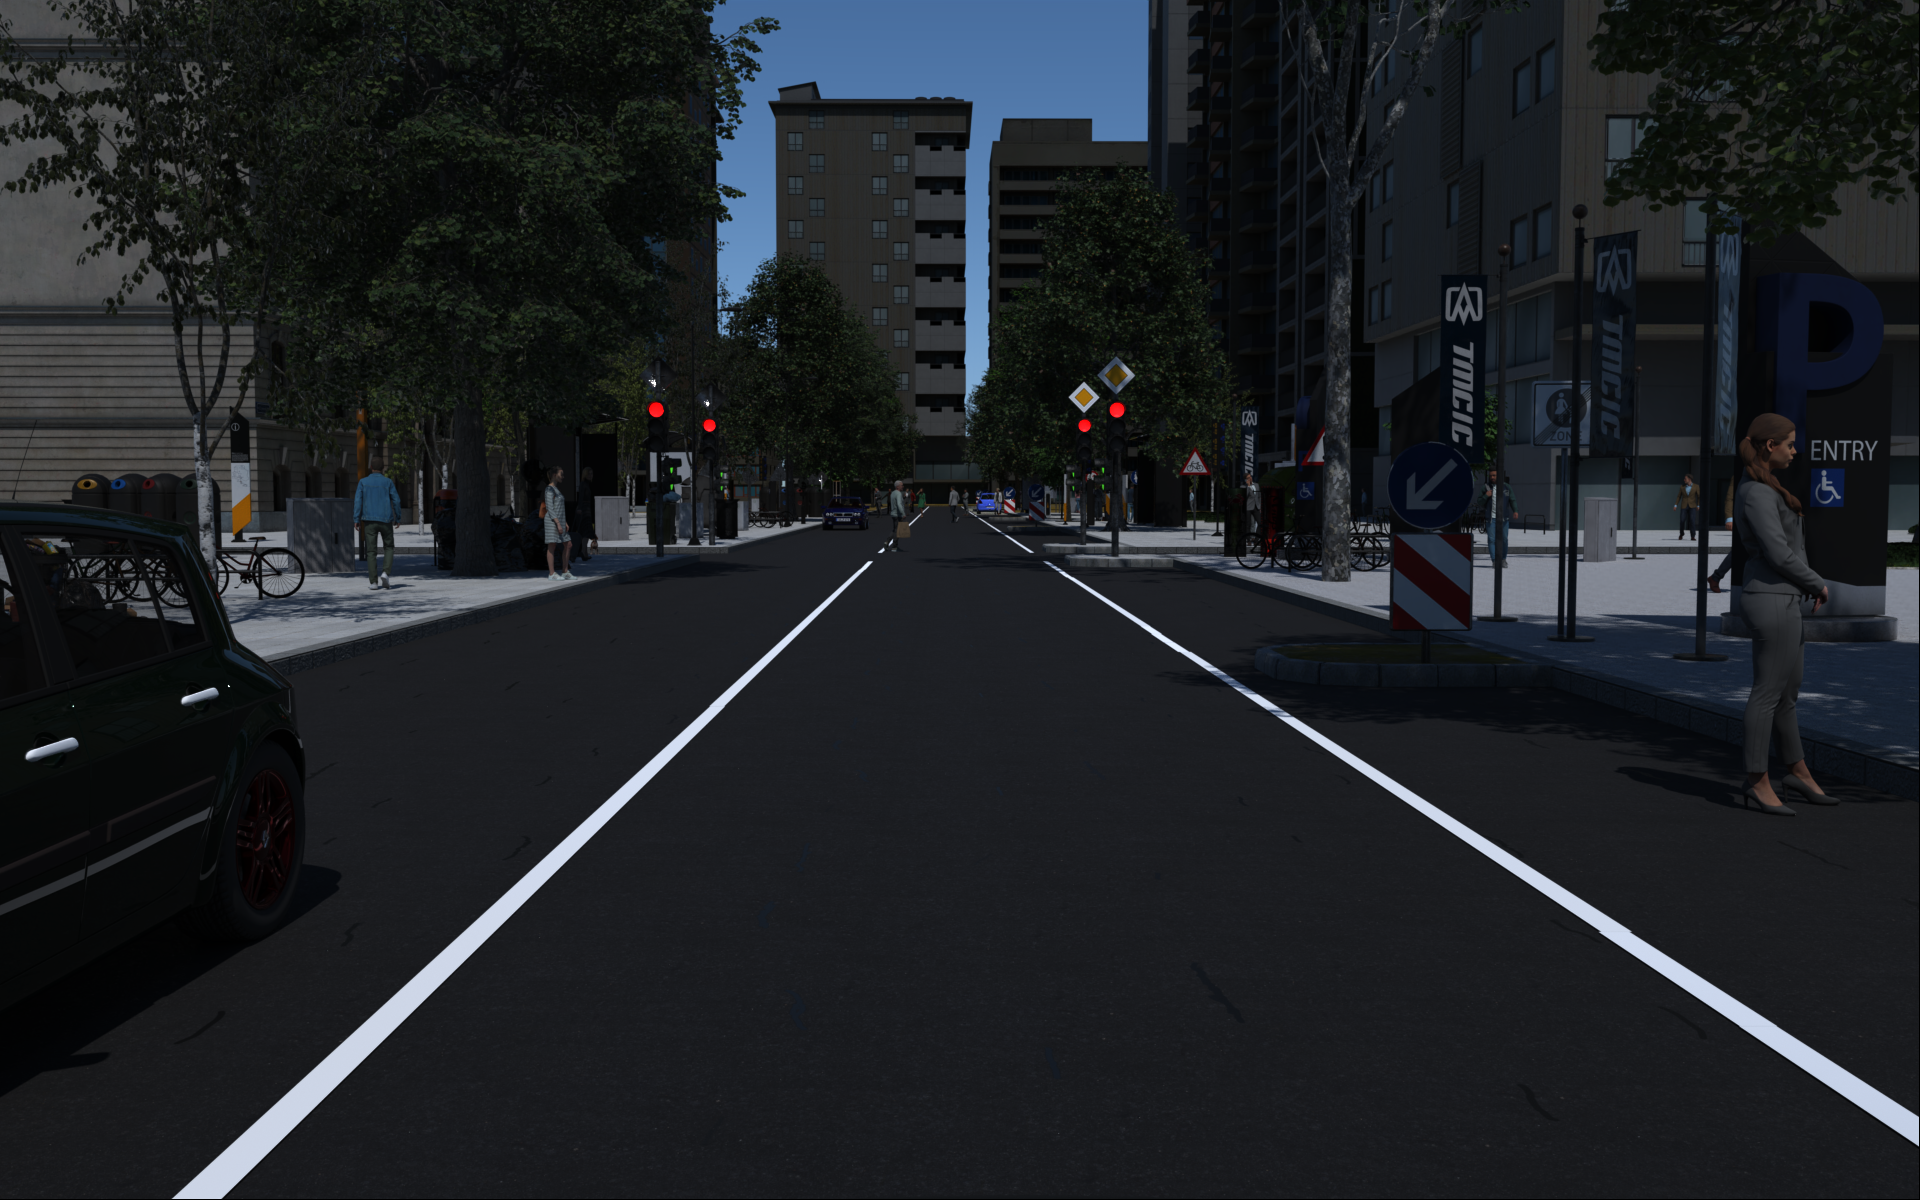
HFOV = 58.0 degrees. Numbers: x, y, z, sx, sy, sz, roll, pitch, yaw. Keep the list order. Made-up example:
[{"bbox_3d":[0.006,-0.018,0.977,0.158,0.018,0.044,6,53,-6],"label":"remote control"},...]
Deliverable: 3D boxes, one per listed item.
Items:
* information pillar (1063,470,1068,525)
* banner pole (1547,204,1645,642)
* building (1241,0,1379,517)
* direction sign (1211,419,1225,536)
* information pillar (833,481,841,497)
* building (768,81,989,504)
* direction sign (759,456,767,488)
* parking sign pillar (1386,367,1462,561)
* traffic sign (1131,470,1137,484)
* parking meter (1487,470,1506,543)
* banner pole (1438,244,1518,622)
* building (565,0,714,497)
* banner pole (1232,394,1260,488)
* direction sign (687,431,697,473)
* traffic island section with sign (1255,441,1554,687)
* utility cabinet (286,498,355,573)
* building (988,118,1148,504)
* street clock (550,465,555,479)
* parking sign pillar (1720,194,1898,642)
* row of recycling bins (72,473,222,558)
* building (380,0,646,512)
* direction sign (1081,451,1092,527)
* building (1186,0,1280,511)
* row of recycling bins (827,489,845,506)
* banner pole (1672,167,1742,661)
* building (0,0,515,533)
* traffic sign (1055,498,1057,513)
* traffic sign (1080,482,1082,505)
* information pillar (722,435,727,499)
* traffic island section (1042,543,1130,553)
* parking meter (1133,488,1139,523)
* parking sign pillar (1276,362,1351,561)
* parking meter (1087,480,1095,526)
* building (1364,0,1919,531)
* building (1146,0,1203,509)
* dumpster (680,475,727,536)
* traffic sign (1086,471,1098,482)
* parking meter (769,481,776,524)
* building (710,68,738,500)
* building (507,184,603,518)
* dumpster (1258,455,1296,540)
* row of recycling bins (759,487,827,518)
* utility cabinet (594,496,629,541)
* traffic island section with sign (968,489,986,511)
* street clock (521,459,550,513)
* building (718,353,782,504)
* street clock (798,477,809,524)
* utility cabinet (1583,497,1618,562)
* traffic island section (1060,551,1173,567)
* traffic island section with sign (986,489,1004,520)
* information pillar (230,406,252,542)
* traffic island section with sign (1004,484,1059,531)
[{"bbox_3d":[4.414,-4.951,72.301,0.183,3.616,0.504,1,4,9],"label":"information pillar"},{"bbox_3d":[5.461,-1.520,14.863,0.401,3.779,0.863,-2,4,-27],"label":"banner pole"},{"bbox_3d":[28.545,-40.494,100.333,20.563,71.187,20.611,0,4,-1],"label":"building"},{"bbox_3d":[7.836,-3.706,52.598,0.379,3.537,0.876,2,4,34],"label":"direction sign"},{"bbox_3d":[-6.867,-5.632,96.580,0.304,2.012,0.304,-3,5,-41],"label":"information pillar"},{"bbox_3d":[-10.140,-39.205,230.248,27.495,52.752,28.713,0,4,-1],"label":"building"},{"bbox_3d":[-11.639,-6.746,102.297,0.379,3.537,0.876,1,4,22],"label":"direction sign"},{"bbox_3d":[8.935,-2.733,33.150,1.447,3.967,1.447,1,4,23],"label":"parking sign pillar"},{"bbox_3d":[9.423,-5.608,91.797,0.768,2.556,0.104,0,4,7],"label":"traffic sign"},{"bbox_3d":[13.270,-2.274,42.887,0.399,1.863,0.255,0,4,1],"label":"parking meter"},{"bbox_3d":[5.214,-1.677,17.436,0.863,3.779,0.401,0,4,1],"label":"banner pole"},{"bbox_3d":[-29.262,-30.546,149.532,14.600,45.320,14.200,0,4,-1],"label":"building"},{"bbox_3d":[7.081,-3.261,43.336,0.863,3.779,0.401,0,4,-5],"label":"banner pole"},{"bbox_3d":[-9.680,-4.306,62.404,0.379,3.537,0.876,1,4,17],"label":"direction sign"},{"bbox_3d":[3.428,-0.318,13.820,1.989,1.847,2.006,0,4,-1],"label":"traffic island section with sign"},{"bbox_3d":[-10.462,-1.053,28.370,1.020,1.237,0.306,-3,5,-44],"label":"utility cabinet"},{"bbox_3d":[14.445,-36.887,226.805,21.600,48.544,21.300,0,4,-1],"label":"building"},{"bbox_3d":[-10.126,-2.341,42.842,0.471,2.002,0.358,-2,4,-35],"label":"street clock"},{"bbox_3d":[7.668,-1.657,15.563,1.447,3.967,1.447,-1,4,-12],"label":"parking sign pillar"},{"bbox_3d":[-16.225,-1.679,34.564,3.534,1.692,1.069,1,4,21],"label":"row of recycling bins"},{"bbox_3d":[-37.748,-26.829,130.539,32.217,40.220,23.993,0,4,-1],"label":"building"},{"bbox_3d":[4.870,-4.623,67.582,0.379,3.537,0.876,-2,4,-32],"label":"direction sign"},{"bbox_3d":[29.727,-29.526,137.378,22.147,44.769,28.867,0,4,-1],"label":"building"},{"bbox_3d":[-8.754,-6.137,107.447,3.534,1.692,1.069,-2,4,-33],"label":"row of recycling bins"},{"bbox_3d":[5.915,-1.437,13.514,0.401,3.779,0.863,3,5,44],"label":"banner pole"},{"bbox_3d":[-28.492,-15.553,73.373,14.460,24.649,34.723,0,4,-1],"label":"building"},{"bbox_3d":[6.594,-7.264,118.868,0.768,2.556,0.104,0,4,6],"label":"traffic sign"},{"bbox_3d":[7.704,-6.762,110.664,0.768,2.556,0.104,0,4,2],"label":"traffic sign"},{"bbox_3d":[-9.403,-4.754,69.084,0.183,3.616,0.504,-1,4,-18],"label":"information pillar"},{"bbox_3d":[3.114,-1.295,43.448,2.009,0.180,2.903,0,4,-1],"label":"traffic island section"},{"bbox_3d":[7.825,-4.151,76.272,0.372,1.533,0.369,0,3,0],"label":"parking meter"},{"bbox_3d":[6.967,-2.784,33.998,1.447,3.967,1.447,2,4,27],"label":"parking sign pillar"},{"bbox_3d":[5.330,-3.967,70.566,0.255,1.863,0.399,1,4,19],"label":"parking meter"},{"bbox_3d":[32.750,-29.412,70.125,27.495,52.752,28.713,0,4,-1],"label":"building"},{"bbox_3d":[28.485,-38.139,165.570,21.231,58.520,28.212,0,4,-1],"label":"building"},{"bbox_3d":[-7.968,-2.932,53.699,1.264,1.857,1.865,0,4,0],"label":"dumpster"},{"bbox_3d":[7.163,-5.742,93.983,0.768,2.556,0.104,0,3,0],"label":"traffic sign"},{"bbox_3d":[-8.051,-4.198,74.355,0.255,1.863,0.399,-1,4,-19],"label":"parking meter"},{"bbox_3d":[-36.547,-31.433,168.561,28.867,44.769,22.147,0,4,-1],"label":"building"},{"bbox_3d":[-28.042,-16.218,101.328,11.583,22.565,21.152,0,4,-1],"label":"building"},{"bbox_3d":[8.381,-2.527,43.817,1.502,2.255,1.985,0,4,-1],"label":"dumpster"},{"bbox_3d":[-9.269,-5.382,95.111,3.534,1.692,1.069,-1,4,-16],"label":"row of recycling bins"},{"bbox_3d":[-9.558,-2.229,47.610,0.306,1.237,1.020,2,4,35],"label":"utility cabinet"},{"bbox_3d":[1.782,-10.025,172.537,1.989,1.847,2.006,0,4,-1],"label":"traffic island section with sign"},{"bbox_3d":[-8.786,-1.905,35.718,0.471,2.002,0.358,-2,4,-24],"label":"street clock"},{"bbox_3d":[-39.360,-23.534,229.819,28.899,21.520,27.650,0,4,-1],"label":"building"},{"bbox_3d":[-6.709,-4.254,74.122,0.471,2.002,0.358,0,4,-4],"label":"street clock"},{"bbox_3d":[12.198,-1.334,32.968,0.306,1.237,1.020,3,5,39],"label":"utility cabinet"},{"bbox_3d":[3.196,-0.806,35.463,2.009,0.180,2.903,0,4,-1],"label":"traffic island section"},{"bbox_3d":[2.579,-5.283,94.999,1.989,1.847,2.006,0,4,-1],"label":"traffic island section with sign"},{"bbox_3d":[-19.124,-3.344,46.022,0.504,3.616,0.183,0,4,-5],"label":"information pillar"},{"bbox_3d":[2.859,-3.634,68.045,1.989,1.847,2.006,0,4,-1],"label":"traffic island section with sign"}]
